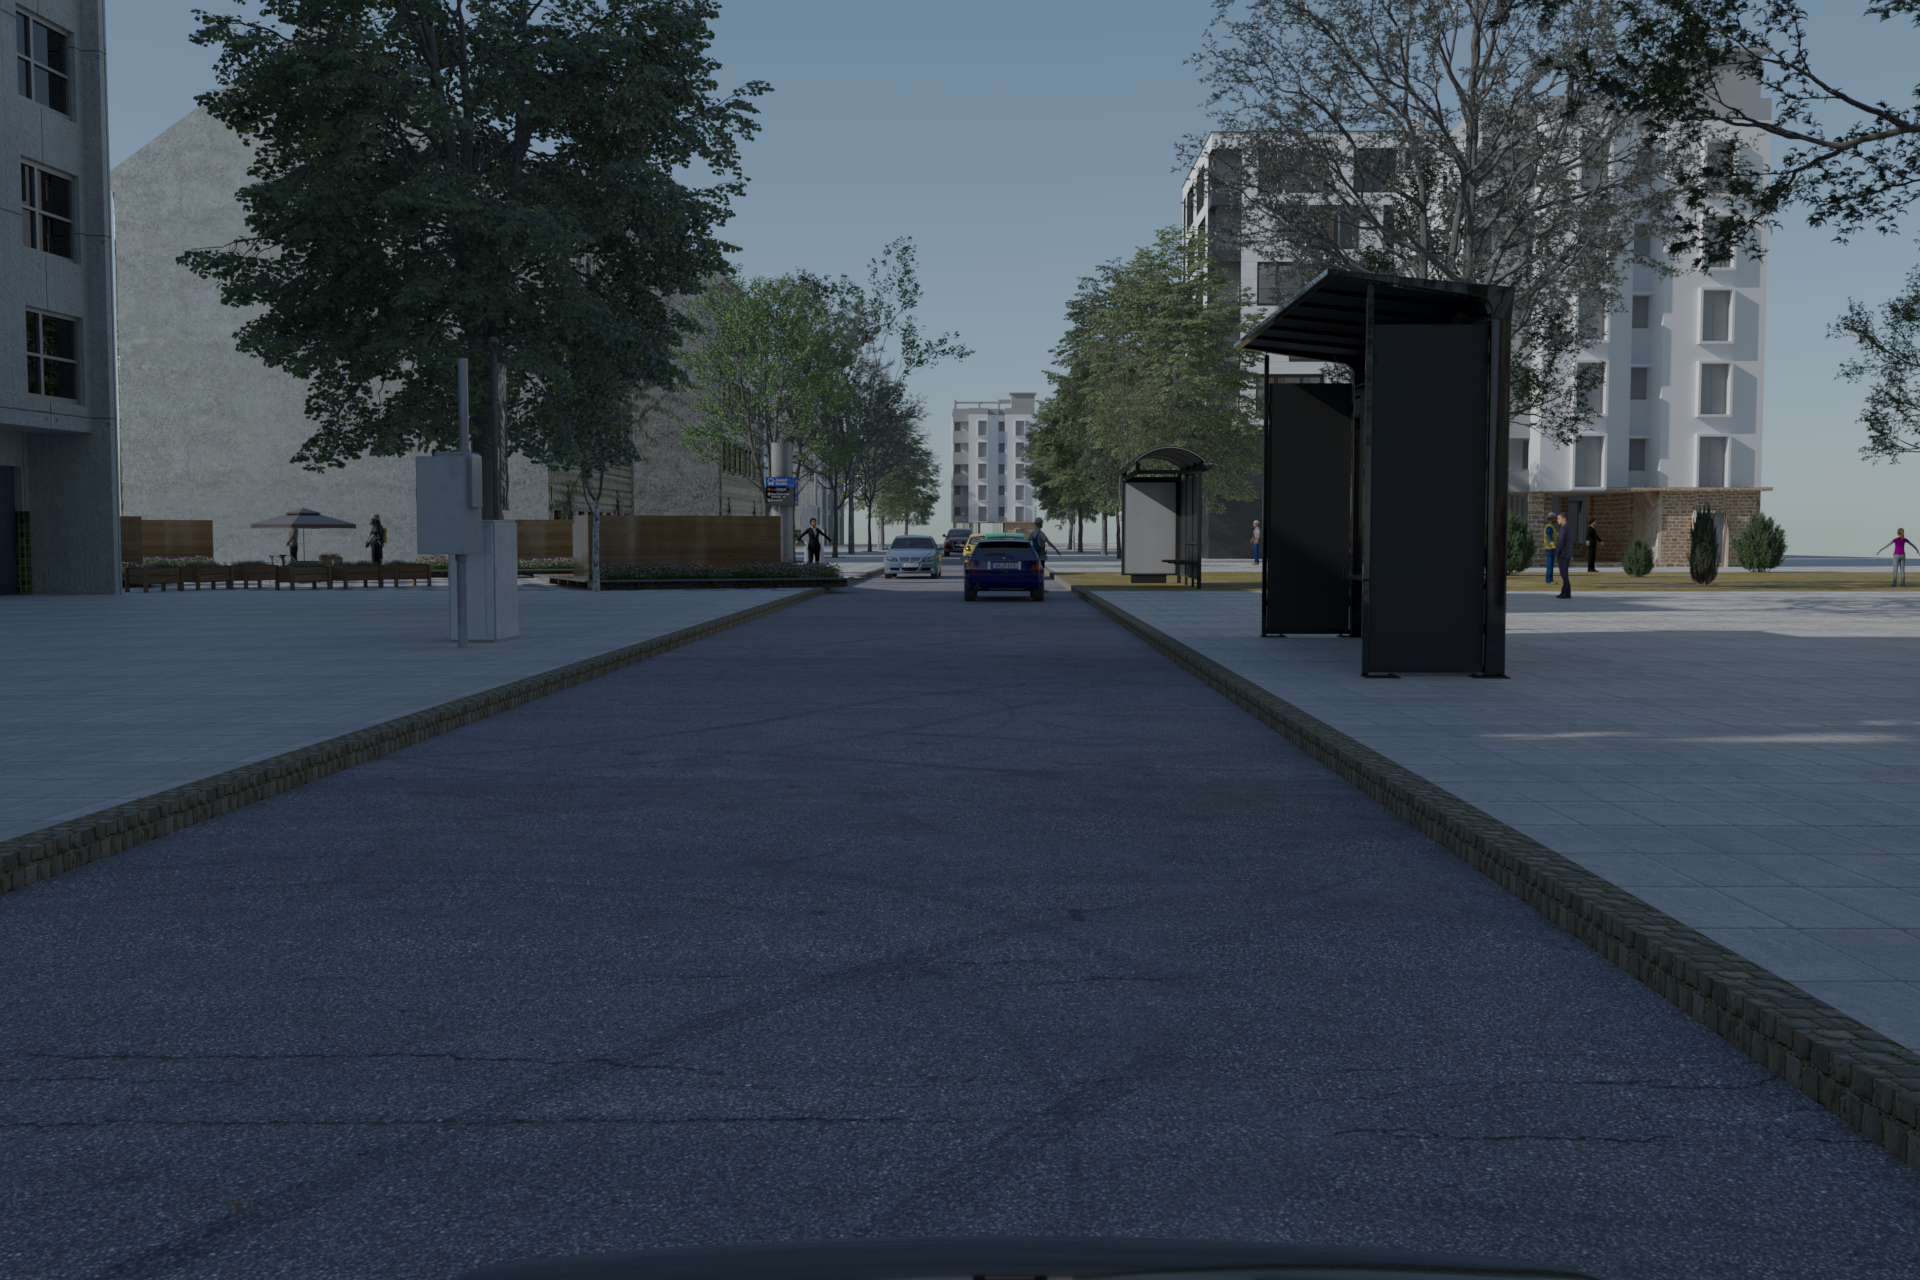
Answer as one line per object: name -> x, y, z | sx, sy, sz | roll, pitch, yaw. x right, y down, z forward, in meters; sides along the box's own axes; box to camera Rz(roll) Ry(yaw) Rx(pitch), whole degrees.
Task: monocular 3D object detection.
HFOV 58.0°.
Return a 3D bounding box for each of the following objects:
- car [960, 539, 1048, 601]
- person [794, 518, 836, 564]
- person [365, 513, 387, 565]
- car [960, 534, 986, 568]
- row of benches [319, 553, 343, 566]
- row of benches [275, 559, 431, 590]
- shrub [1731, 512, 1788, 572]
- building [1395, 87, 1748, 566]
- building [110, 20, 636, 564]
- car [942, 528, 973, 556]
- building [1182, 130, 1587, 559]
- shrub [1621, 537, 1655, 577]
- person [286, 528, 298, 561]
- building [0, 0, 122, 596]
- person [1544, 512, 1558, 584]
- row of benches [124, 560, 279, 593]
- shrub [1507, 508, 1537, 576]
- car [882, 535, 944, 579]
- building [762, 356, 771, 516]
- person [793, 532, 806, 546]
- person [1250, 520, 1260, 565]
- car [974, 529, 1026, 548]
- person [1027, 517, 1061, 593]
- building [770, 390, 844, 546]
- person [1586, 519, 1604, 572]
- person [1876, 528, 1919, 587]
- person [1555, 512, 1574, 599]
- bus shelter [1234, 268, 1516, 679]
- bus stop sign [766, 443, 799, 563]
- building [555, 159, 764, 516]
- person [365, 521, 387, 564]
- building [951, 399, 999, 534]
car -> 0.971, -1.568, 38.210 | 1.945, 1.354, 3.894 | 0, 4, 1
person -> -4.072, -2.560, 48.573 | 1.216, 1.740, 0.721 | -2, 4, -24
person -> -16.342, -2.607, 48.402 | 0.705, 1.856, 1.354 | 0, 4, -6
car -> 0.997, -3.876, 73.594 | 2.015, 1.641, 3.980 | 0, 4, 0
row of benches -> -20.533, -2.510, 56.496 | 1.422, 0.672, 4.104 | -1, 4, -21
row of benches -> -14.414, -1.568, 41.096 | 1.422, 0.672, 4.104 | 2, 4, 34
shrub -> 26.849, -3.309, 58.145 | 1.661, 2.075, 1.752 | 0, 3, 0
building -> 25.312, -13.659, 79.738 | 16.016, 20.090, 11.380 | 0, 4, 1
building -> -26.703, -15.405, 82.805 | 19.493, 23.208, 18.063 | 0, 4, 1
car -> 0.014, -6.360, 112.657 | 2.281, 1.827, 5.304 | 0, 4, 1
building -> 27.039, -15.916, 104.194 | 27.936, 21.610, 32.646 | 0, 4, 1
shrub -> 20.197, -2.475, 51.583 | 1.383, 1.207, 1.383 | 0, 3, 0
person -> -20.676, -2.906, 53.648 | 0.705, 1.813, 1.348 | -1, 4, -15
building -> -26.763, -9.449, 20.957 | 16.747, 18.905, 31.486 | 0, 4, 2
person -> 15.132, -2.341, 44.242 | 0.705, 1.833, 1.349 | 1, 4, 21
row of benches -> -17.326, -1.496, 39.920 | 1.422, 0.672, 4.104 | 1, 4, 23
shrub -> 16.889, -3.018, 53.386 | 1.661, 2.075, 1.752 | 0, 3, 0
car -> -1.522, -2.753, 57.009 | 2.014, 1.417, 4.499 | 0, 4, 1
building -> -24.126, -18.627, 160.965 | 16.016, 20.090, 11.380 | 0, 4, 1
person -> -5.380, -2.859, 53.022 | 1.348, 1.796, 0.705 | -2, 4, -23
person -> 12.243, -4.027, 71.691 | 0.705, 1.847, 1.347 | 0, 4, 0
car -> 1.434, -2.891, 56.061 | 1.959, 1.807, 4.718 | 0, 4, 0
person -> 1.948, -2.086, 42.417 | 0.705, 1.847, 1.347 | -3, 4, -38
building -> -22.776, -20.209, 196.876 | 16.747, 18.905, 31.486 | 0, 4, 1
person -> 21.431, -3.207, 58.622 | 0.705, 1.806, 1.347 | 3, 5, 41
person -> 22.640, -1.989, 41.783 | 0.991, 1.433, 0.599 | 0, 4, 7
person -> 12.048, -1.687, 34.548 | 0.541, 1.710, 0.530 | -3, 4, -38
bus shelter -> 4.180, -1.661, 18.435 | 1.731, 3.624, 6.357 | 0, 4, 1
bus stop sign -> -5.141, -3.737, 50.118 | 0.837, 3.901, 0.837 | 0, 4, 2
building -> -23.064, -17.092, 110.379 | 19.493, 23.208, 18.063 | 0, 4, 1
person -> -22.244, -3.671, 66.162 | 1.346, 1.812, 0.704 | 3, 4, 38
building -> -0.899, -23.026, 235.358 | 11.380, 20.090, 16.016 | 0, 4, 2
